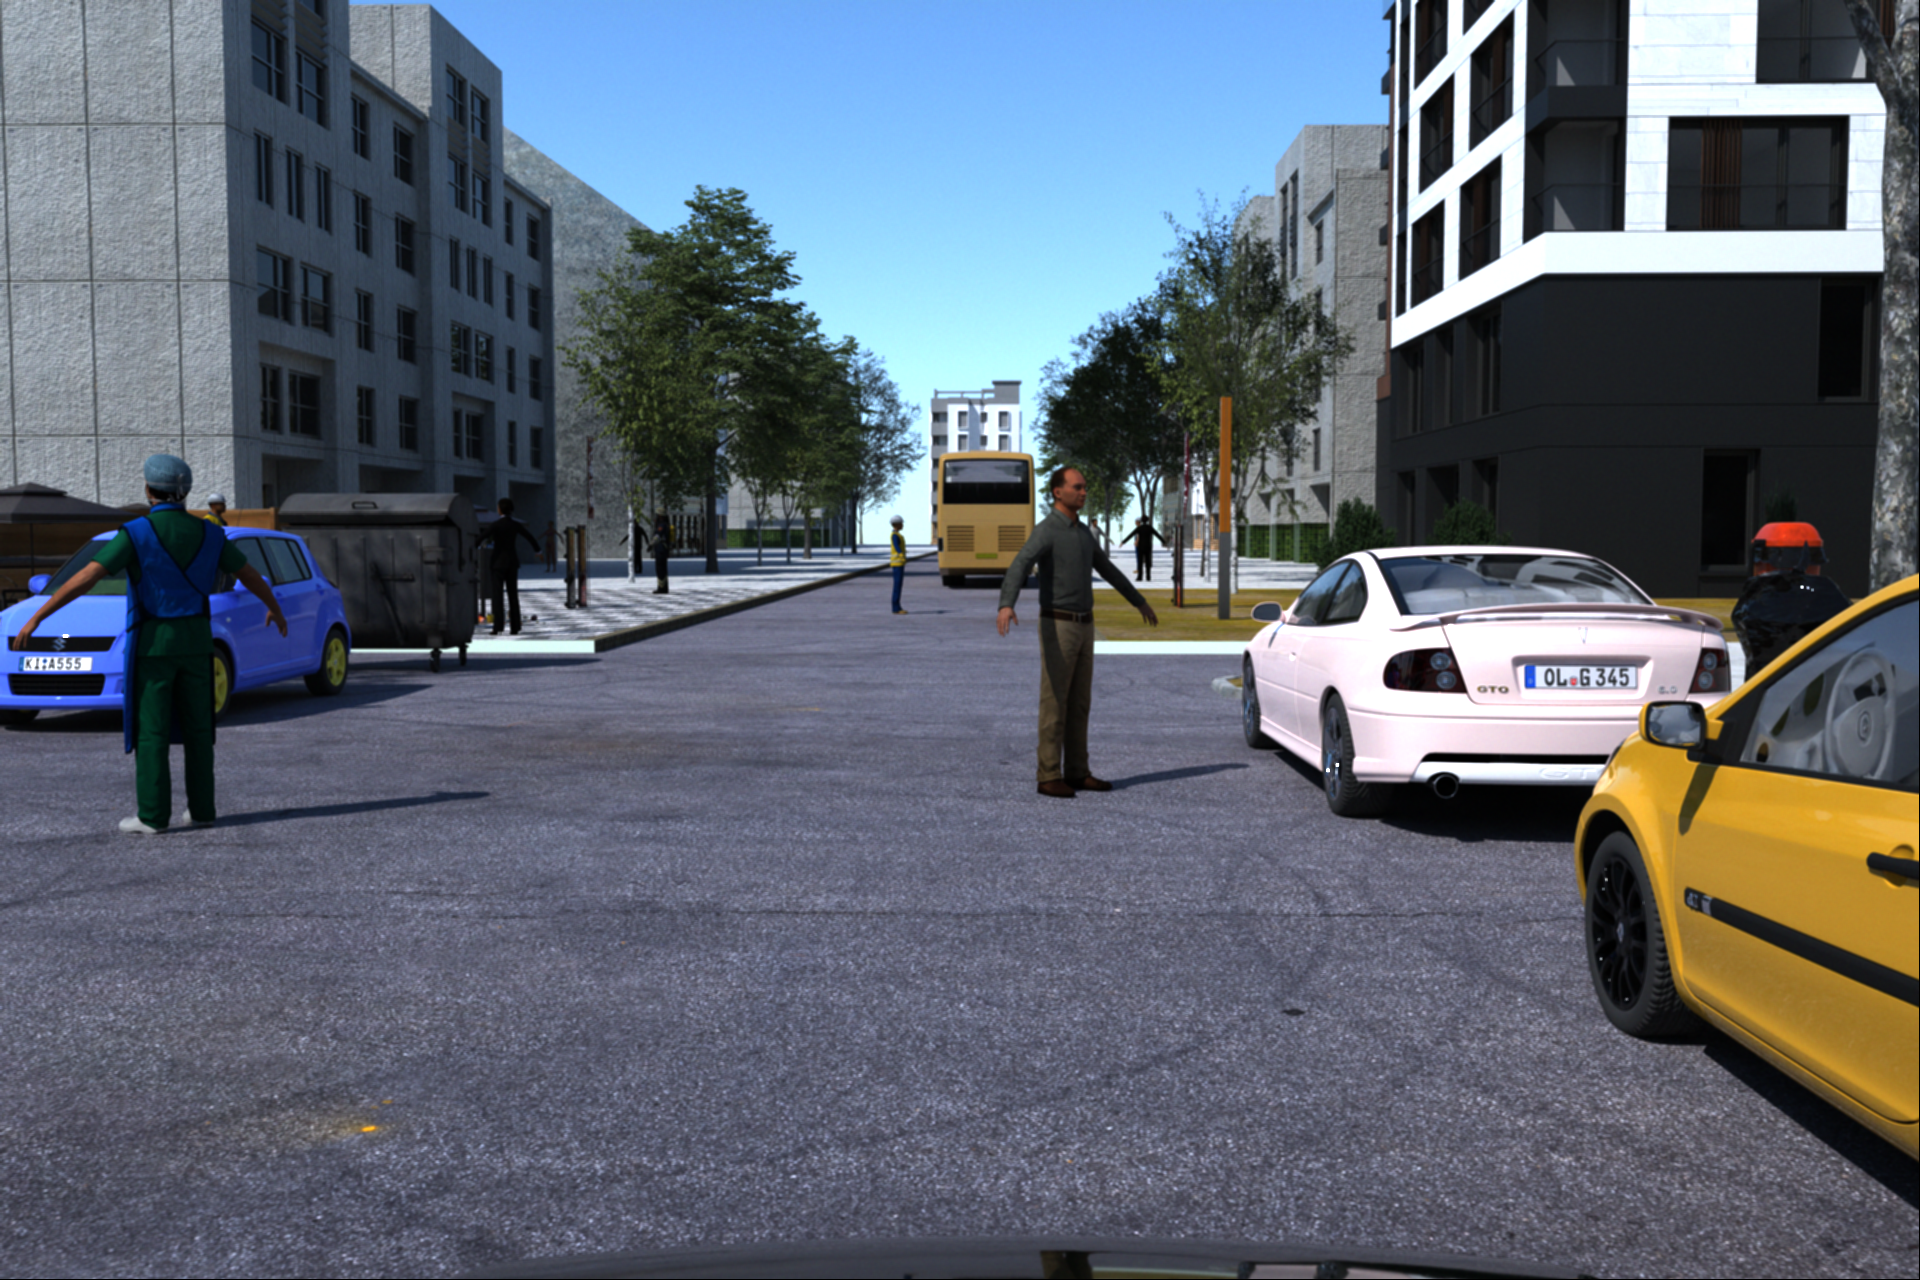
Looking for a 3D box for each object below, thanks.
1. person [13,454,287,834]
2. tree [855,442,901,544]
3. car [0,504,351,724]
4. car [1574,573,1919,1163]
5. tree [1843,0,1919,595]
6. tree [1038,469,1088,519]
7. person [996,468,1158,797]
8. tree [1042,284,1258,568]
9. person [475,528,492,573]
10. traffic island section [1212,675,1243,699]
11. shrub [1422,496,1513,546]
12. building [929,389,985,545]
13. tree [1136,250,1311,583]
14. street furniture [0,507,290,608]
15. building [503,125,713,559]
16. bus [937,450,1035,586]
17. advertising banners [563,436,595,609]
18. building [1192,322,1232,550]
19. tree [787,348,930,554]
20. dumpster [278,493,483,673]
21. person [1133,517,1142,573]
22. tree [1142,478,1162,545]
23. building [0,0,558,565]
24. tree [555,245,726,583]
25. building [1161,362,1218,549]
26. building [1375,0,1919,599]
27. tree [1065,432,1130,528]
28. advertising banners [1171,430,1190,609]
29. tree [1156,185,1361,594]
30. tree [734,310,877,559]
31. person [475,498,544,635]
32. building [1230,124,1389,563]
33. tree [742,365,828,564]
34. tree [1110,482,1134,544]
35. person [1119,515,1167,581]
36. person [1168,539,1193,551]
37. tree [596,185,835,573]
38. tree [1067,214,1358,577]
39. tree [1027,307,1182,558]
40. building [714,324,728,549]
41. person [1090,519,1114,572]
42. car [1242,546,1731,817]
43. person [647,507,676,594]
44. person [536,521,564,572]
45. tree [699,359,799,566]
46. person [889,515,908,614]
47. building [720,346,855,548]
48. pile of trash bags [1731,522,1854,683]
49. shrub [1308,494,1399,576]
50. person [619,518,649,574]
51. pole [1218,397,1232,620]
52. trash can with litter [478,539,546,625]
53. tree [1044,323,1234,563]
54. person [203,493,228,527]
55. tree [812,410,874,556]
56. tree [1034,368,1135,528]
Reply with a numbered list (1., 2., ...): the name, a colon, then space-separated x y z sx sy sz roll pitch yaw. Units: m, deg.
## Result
1. person: -3.841 0.012 8.388 0.704 1.817 1.347 3 4 38
2. tree: -12.396 -18.599 214.458 12.009 13.543 11.850 0 3 0
3. car: -6.409 -0.279 14.146 1.945 1.707 3.694 0 4 1
4. car: 2.708 0.394 3.782 2.015 1.641 3.980 0 4 1
5. tree: 7.676 -9.842 16.808 12.611 20.169 13.585 0 3 0
6. tree: 13.276 -17.241 216.307 7.601 10.594 8.767 0 4 3
7. person: 0.612 -0.052 9.573 0.705 1.796 1.348 3 5 42
8. tree: 7.145 -8.030 65.698 8.767 10.594 7.601 1 4 10
9. person: -15.716 -3.080 56.300 1.347 1.837 0.705 1 4 21
10. traffic island section: 3.321 0.439 15.694 1.991 0.108 1.994 0 4 2
11. shrub: 9.791 -1.776 33.463 1.690 2.028 1.600 0 3 0
12. building: -3.379 -21.907 217.054 11.380 20.090 16.016 0 4 -3
13. tree: 6.744 -5.811 45.369 4.737 8.622 4.395 0 3 0
14. street furniture: -13.951 -1.498 31.340 11.010 1.723 9.812 2 4 30
15. building: -24.632 -16.285 97.184 19.493 23.208 18.063 0 4 2
16. bus: 0.697 -3.615 50.646 2.896 3.916 12.252 0 4 0
17. advertising banners: -6.653 -2.093 30.413 0.090 3.025 2.074 0 4 2
18. building: 25.149 -17.860 148.432 16.016 20.090 11.380 0 4 1
19. tree: -6.891 -12.436 113.703 12.009 13.543 11.850 0 3 0
20. dumpster: -6.129 -0.620 18.345 1.865 1.857 1.264 0 4 1
21. person: 5.870 -3.136 57.129 0.705 1.847 1.347 0 4 5
22. tree: 24.803 -15.976 211.568 4.360 8.622 3.978 0 3 0
23. building: -26.017 -11.739 58.385 16.747 18.905 31.486 0 4 1
24. tree: -8.399 -5.807 45.315 4.737 8.622 4.395 0 3 0
25. building: 28.791 -20.130 160.054 19.493 23.208 18.063 0 4 2
26. building: 25.955 -12.578 49.618 27.936 21.610 32.646 0 4 2
27. tree: 8.529 -9.685 108.715 4.737 8.622 4.395 0 3 0
28. advertising banners: 3.845 -2.081 30.215 0.090 3.025 2.074 0 4 1
29. tree: 5.824 -5.315 37.257 4.360 8.622 3.978 0 3 0
30. tree: -7.979 -10.418 88.461 7.486 12.596 7.792 0 3 0
31. person: -5.832 -0.938 22.054 1.216 1.740 0.721 -3 5 -44
32. building: 23.472 -13.267 83.377 16.747 18.905 31.486 0 4 2
33. tree: -7.425 -7.590 74.457 4.737 8.622 4.395 0 3 0
34. tree: 19.997 -16.322 217.221 4.737 8.622 4.395 0 3 0
35. person: 5.017 -2.510 47.227 1.347 1.806 0.705 -1 4 -10
36. person: 6.656 -2.645 52.505 0.599 1.433 0.991 -3 5 -41
37. tree: -7.969 -8.465 56.529 7.486 12.596 7.792 0 3 0
38. tree: 7.322 -7.166 51.584 8.767 10.594 7.601 0 4 6
39. tree: 8.045 -11.188 93.290 12.009 13.543 11.850 0 3 0
40. building: -25.665 -17.312 139.468 16.016 20.090 11.380 0 4 1
41. person: 4.604 -3.228 58.965 1.347 1.806 0.705 -1 4 -22
42. car: 2.835 0.135 10.156 2.083 1.381 4.827 0 4 1
43. person: -6.416 -1.915 37.086 0.705 1.856 1.354 0 4 5
44. person: -13.839 -3.154 58.364 1.217 1.733 0.721 1 4 23
45. tree: -7.821 -7.259 69.052 4.360 8.622 3.978 0 3 0
46. person: -1.037 -1.358 31.120 0.721 1.772 1.216 0 4 -2
47. building: -20.862 -19.143 179.439 16.747 18.905 31.486 0 4 2
48. pile of trash bags: 6.220 -0.125 11.799 1.912 1.369 3.447 0 4 1
49. shrub: 7.330 -1.696 32.148 1.690 2.028 1.600 0 3 0
50. person: -10.537 -3.065 56.332 0.704 1.802 1.346 2 4 32
51. pole: 3.961 -1.961 25.904 0.158 3.312 0.155 0 3 0
52. trash can with litter: -6.728 -0.883 25.496 1.678 1.210 2.233 0 4 1
53. tree: 8.121 -8.638 75.646 8.767 10.594 7.601 0 4 -7
54. person: -10.014 -1.069 23.444 0.705 1.833 1.349 0 4 1
55. tree: -6.721 -9.074 98.714 4.360 8.622 3.978 0 3 0
56. tree: 8.807 -12.275 118.820 7.486 12.596 7.792 0 3 0
